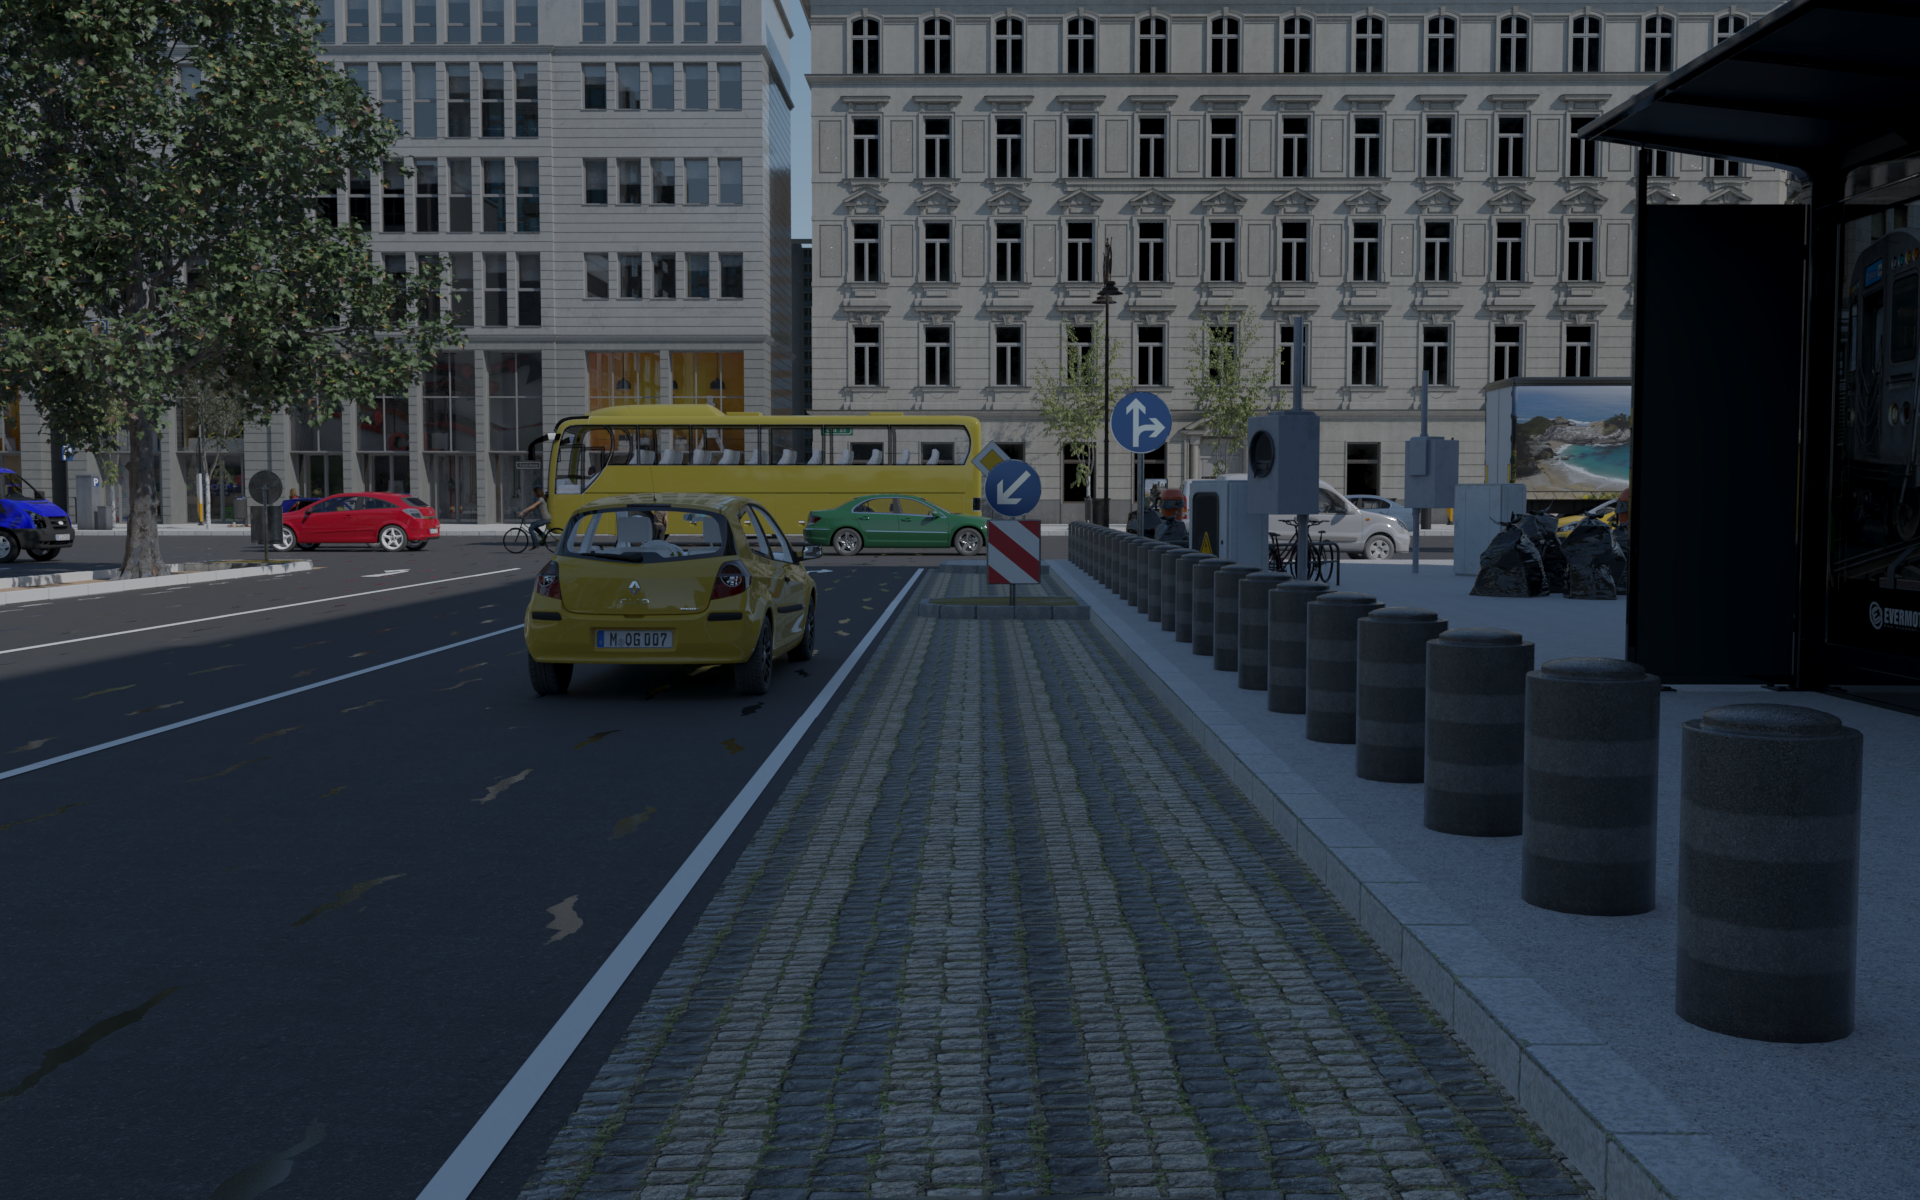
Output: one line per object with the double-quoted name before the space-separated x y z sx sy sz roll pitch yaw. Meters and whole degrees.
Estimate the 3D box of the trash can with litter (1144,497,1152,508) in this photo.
"trash can with litter" 7.054 -3.338 65.966 0.624 1.170 1.055 0 4 5

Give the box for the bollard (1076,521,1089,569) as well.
"bollard" 2.226 -0.907 29.539 0.404 0.777 0.398 0 3 0

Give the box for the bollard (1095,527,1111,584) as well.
"bollard" 2.179 -0.612 24.718 0.404 0.777 0.398 0 3 0

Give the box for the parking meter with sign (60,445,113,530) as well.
"parking meter with sign" -31.069 -4.001 61.684 1.738 3.016 0.543 1 4 12

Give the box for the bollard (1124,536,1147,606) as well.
"bollard" 2.129 -0.317 19.892 0.404 0.777 0.398 0 3 0

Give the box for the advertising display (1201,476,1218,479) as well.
"advertising display" 9.117 -3.533 62.975 0.123 1.923 0.974 -2 4 -32

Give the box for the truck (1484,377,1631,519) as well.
"truck" 18.835 -3.279 42.521 11.283 4.237 2.839 0 4 2

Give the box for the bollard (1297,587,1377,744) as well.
"bollard" 2.014 0.347 9.047 0.404 0.777 0.398 0 3 0

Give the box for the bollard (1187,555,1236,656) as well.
"bollard" 2.064 0.052 13.864 0.404 0.777 0.398 0 3 0

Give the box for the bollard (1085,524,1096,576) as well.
"bollard" 2.204 -0.760 27.136 0.404 0.777 0.398 0 3 0

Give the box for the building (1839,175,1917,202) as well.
"building" 49.285 -17.386 77.772 24.014 27.812 14.314 0 4 1

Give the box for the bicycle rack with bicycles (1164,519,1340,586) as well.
"bicycle rack with bicycles" 4.267 -0.671 24.361 2.925 0.926 2.852 -3 4 -39

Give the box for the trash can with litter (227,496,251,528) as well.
"trash can with litter" -27.476 -3.432 67.173 2.233 1.210 1.678 -3 5 -44

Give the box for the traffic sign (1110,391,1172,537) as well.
"traffic sign" 2.253 -1.315 21.604 0.768 2.556 0.104 0 4 6

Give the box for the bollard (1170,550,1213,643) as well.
"bollard" 2.078 -0.021 15.066 0.404 0.777 0.398 0 3 0

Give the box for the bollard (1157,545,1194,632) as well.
"bollard" 2.093 -0.095 16.276 0.404 0.777 0.398 0 3 0

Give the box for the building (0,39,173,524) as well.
"building" -53.309 -18.357 77.623 29.804 29.767 11.434 0 4 1

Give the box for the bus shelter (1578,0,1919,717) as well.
"bus shelter" 4.806 -1.036 8.214 1.731 3.624 6.357 0 4 1

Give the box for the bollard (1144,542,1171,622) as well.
"bollard" 2.100 -0.169 17.478 0.404 0.777 0.398 0 3 0

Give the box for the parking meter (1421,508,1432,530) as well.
"parking meter" 16.840 -3.312 62.558 0.372 1.533 0.369 0 3 0

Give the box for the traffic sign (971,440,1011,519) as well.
"traffic sign" 0.602 -1.753 32.297 0.795 2.450 0.064 0 4 1

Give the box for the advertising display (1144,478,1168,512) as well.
"advertising display" 7.966 -3.986 70.387 0.974 1.923 0.123 1 4 17

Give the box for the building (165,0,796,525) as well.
"building" -22.856 -18.346 77.443 29.804 29.767 11.434 0 4 1

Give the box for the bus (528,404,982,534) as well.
"bus" -5.526 -3.460 48.122 12.252 3.916 2.896 0 4 1

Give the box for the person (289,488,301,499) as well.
"person" -21.663 -2.835 56.557 0.444 1.614 0.593 -3 4 -38

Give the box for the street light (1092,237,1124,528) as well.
"street light" 2.658 -3.584 31.386 0.468 5.910 1.993 0 4 1

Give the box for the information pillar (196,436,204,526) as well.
"information pillar" -31.014 -4.847 70.599 0.183 3.616 0.504 -3 4 -37

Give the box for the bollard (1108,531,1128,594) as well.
"bollard" 2.154 -0.464 22.299 0.404 0.777 0.398 0 3 0

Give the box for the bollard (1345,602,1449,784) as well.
"bollard" 2.002 0.420 7.846 0.404 0.777 0.398 0 3 0

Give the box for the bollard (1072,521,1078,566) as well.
"bollard" 2.242 -0.980 30.740 0.404 0.777 0.398 0 3 0

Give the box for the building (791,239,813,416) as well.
"building" -30.770 -33.931 246.649 23.993 40.220 32.217 0 4 1

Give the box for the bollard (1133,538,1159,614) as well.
"bollard" 2.116 -0.242 18.679 0.404 0.777 0.398 0 3 0

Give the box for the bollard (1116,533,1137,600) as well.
"bollard" 2.145 -0.390 21.097 0.404 0.777 0.398 0 3 0

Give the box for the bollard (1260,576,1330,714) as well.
"bollard" 2.027 0.273 10.249 0.404 0.777 0.398 0 3 0

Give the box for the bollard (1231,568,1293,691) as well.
"bollard" 2.043 0.200 11.450 0.404 0.777 0.398 0 3 0

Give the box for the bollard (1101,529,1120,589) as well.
"bollard" 2.168 -0.537 23.505 0.404 0.777 0.398 0 3 0

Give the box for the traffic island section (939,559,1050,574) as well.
"traffic island section" 0.626 -0.617 32.374 2.009 0.180 2.903 0 4 1

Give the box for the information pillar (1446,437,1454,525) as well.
"information pillar" 20.259 -4.910 71.627 0.183 3.616 0.504 -1 4 -9

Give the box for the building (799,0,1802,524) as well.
"building" 15.241 -18.605 80.600 44.131 29.872 17.030 0 4 1

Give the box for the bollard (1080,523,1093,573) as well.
"bollard" 2.218 -0.833 28.337 0.404 0.777 0.398 0 3 0

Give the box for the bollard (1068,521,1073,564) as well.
"bollard" 2.255 -1.054 31.956 0.404 0.777 0.398 0 3 0

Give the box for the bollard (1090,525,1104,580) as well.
"bollard" 2.192 -0.685 25.920 0.404 0.777 0.398 0 3 0

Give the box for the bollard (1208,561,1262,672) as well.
"bollard" 2.057 0.126 12.657 0.404 0.777 0.398 0 3 0
